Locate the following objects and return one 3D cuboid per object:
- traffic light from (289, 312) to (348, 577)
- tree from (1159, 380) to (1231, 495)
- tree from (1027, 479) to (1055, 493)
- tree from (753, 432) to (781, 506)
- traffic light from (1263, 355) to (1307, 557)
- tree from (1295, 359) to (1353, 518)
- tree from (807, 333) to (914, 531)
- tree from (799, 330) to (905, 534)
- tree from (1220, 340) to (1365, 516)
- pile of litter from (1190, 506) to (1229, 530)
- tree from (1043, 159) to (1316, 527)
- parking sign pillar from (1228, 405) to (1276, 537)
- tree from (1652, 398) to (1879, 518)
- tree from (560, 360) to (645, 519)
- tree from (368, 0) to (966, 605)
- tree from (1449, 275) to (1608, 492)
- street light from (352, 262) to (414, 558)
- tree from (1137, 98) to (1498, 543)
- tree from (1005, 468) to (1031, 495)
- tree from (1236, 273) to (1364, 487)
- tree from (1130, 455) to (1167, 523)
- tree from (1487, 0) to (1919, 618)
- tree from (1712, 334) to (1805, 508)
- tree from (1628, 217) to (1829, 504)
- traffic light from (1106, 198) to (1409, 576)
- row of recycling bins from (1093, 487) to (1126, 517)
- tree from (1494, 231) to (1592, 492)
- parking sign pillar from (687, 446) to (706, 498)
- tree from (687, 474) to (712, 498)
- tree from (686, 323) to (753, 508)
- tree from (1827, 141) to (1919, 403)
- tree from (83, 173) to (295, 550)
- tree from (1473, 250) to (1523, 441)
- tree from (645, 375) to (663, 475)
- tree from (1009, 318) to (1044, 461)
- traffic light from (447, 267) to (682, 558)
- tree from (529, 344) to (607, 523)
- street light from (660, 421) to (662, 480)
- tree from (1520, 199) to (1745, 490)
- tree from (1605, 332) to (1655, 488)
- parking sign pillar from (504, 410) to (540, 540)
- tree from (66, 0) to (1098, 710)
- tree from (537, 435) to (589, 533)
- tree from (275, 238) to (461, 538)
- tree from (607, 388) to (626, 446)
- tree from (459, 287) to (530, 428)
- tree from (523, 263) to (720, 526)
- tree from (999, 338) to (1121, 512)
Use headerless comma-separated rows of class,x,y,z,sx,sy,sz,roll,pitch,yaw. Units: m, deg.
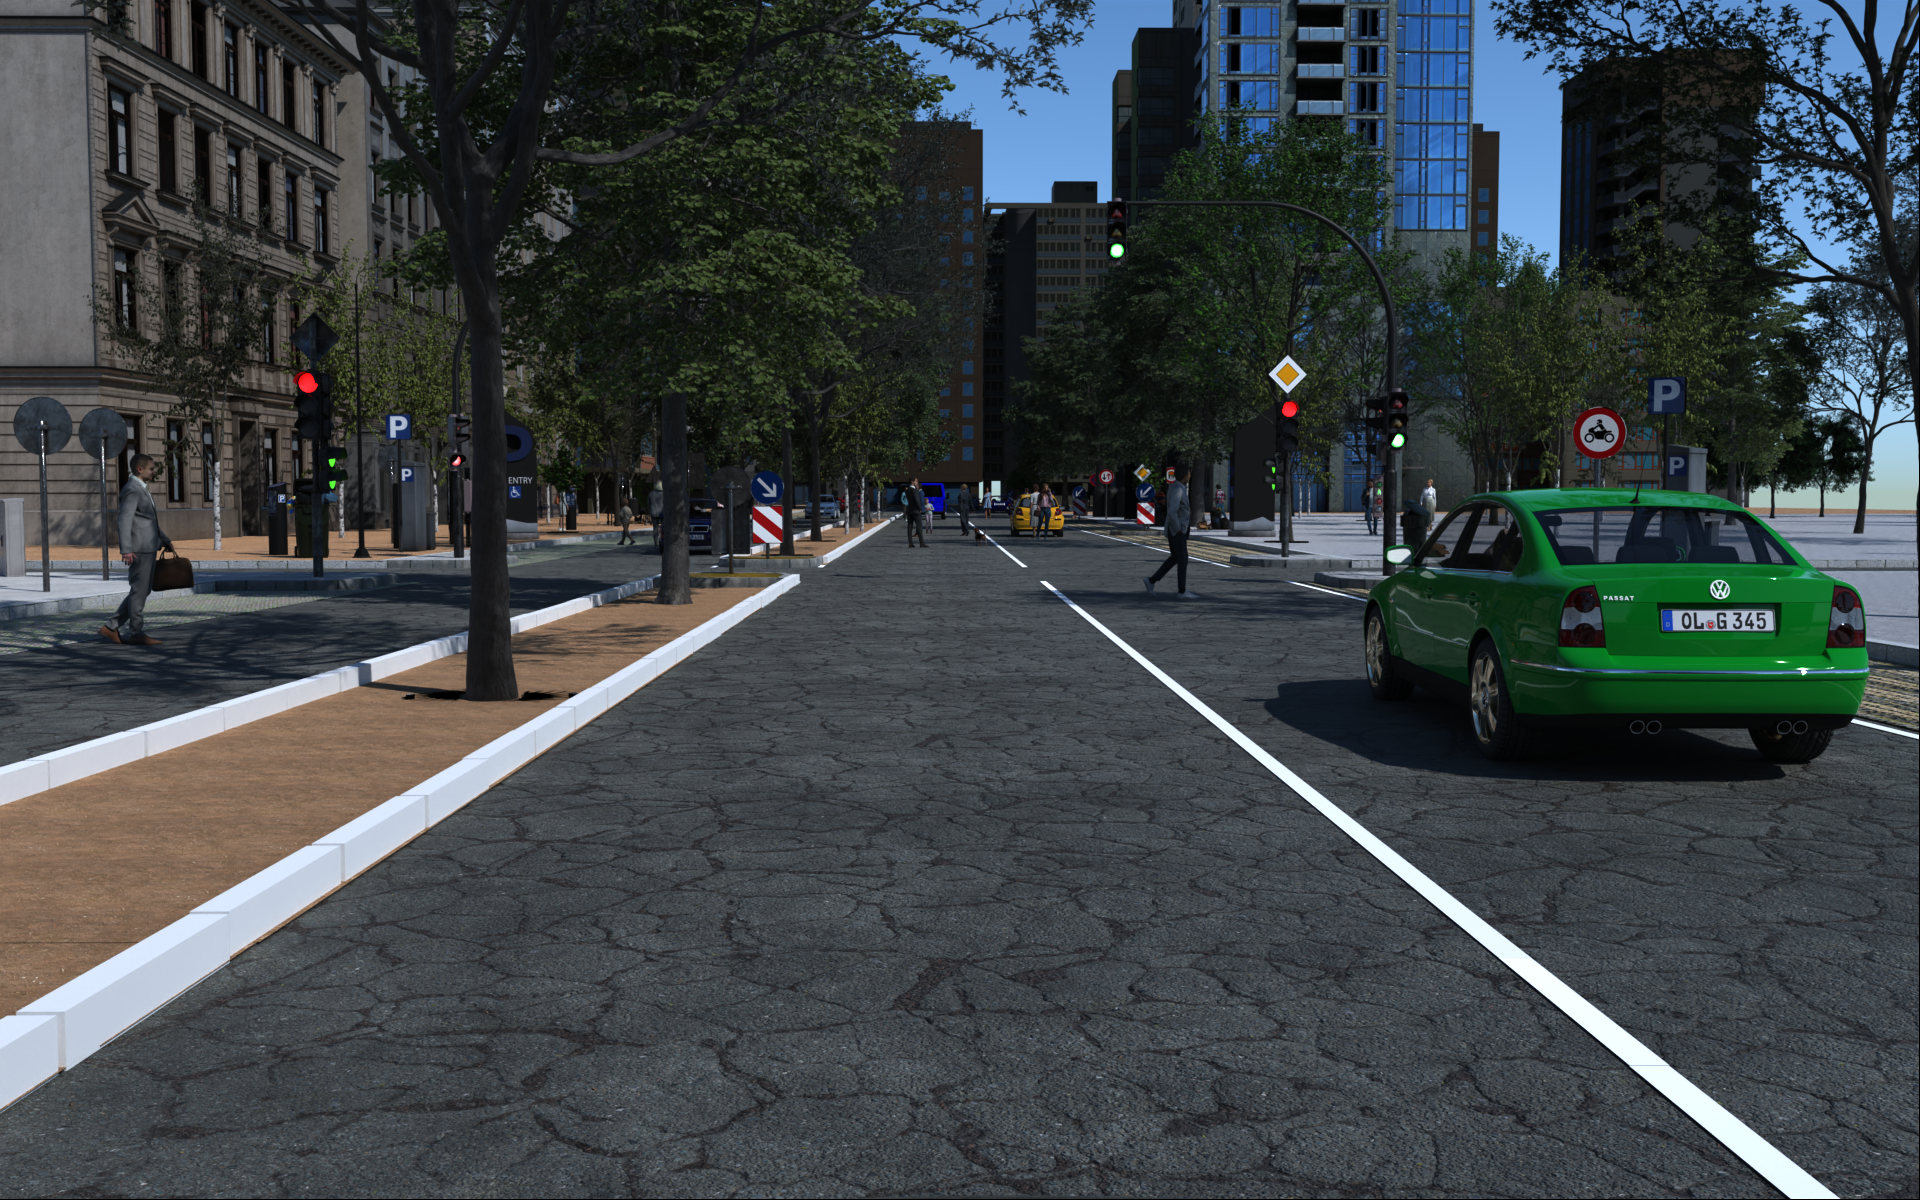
traffic light,-9.955,-2.317,26.800,0.839,4.253,0.868,0,4,-1
tree,12.145,-8.614,91.205,4.360,8.622,3.978,0,3,0
tree,7.348,-9.692,153.060,1.663,3.219,1.824,0,3,0
tree,-13.654,-10.356,119.677,4.360,8.622,3.978,0,3,0
traffic light,6.581,-2.822,35.055,0.839,4.253,0.868,0,4,-1
tree,18.020,-8.592,90.847,4.360,8.622,3.978,0,3,0
tree,-3.758,-6.922,66.001,4.360,8.622,3.978,0,3,0
tree,-3.972,-6.618,61.025,4.737,8.622,4.395,0,3,0
tree,19.163,-10.104,99.614,8.767,10.594,7.601,0,4,7
pile of litter,9.029,-2.960,62.359,1.719,0.858,1.176,-1,4,-14
tree,9.385,-9.834,67.439,9.857,13.997,8.962,0,3,0
parking sign pillar,8.815,-3.897,52.196,1.447,3.967,1.447,-1,4,-11
tree,45.360,-8.292,98.475,11.467,7.101,20.602,0,4,-4
tree,-18.625,-8.459,88.664,4.360,8.622,3.978,0,3,0
tree,-3.806,-6.233,22.501,7.486,12.596,7.792,0,3,0
tree,19.030,-6.658,59.218,4.360,8.622,3.978,0,3,0
street light,-11.507,-3.802,34.710,1.470,5.913,1.316,0,4,-1
tree,8.539,-7.321,45.446,9.928,11.665,9.643,0,3,0
tree,6.527,-12.373,186.015,4.285,4.588,4.351,0,3,0
tree,10.945,-6.553,57.501,4.737,8.622,4.395,0,3,0
tree,8.420,-5.055,77.252,1.663,3.219,1.824,0,3,0
tree,10.125,-5.109,17.952,8.767,10.594,7.601,0,4,4
tree,35.767,-7.845,78.631,4.360,8.622,3.978,0,3,0
tree,31.685,-9.368,71.293,7.486,12.596,7.792,0,3,0
traffic light,4.614,-3.194,26.898,4.771,5.953,1.251,0,4,-1
row of recycling bins,8.873,-5.466,96.480,3.534,1.692,1.069,3,5,40
tree,21.574,-8.829,70.114,9.928,11.665,9.643,0,3,0
parking sign pillar,-14.892,-6.636,96.965,1.447,3.967,1.447,1,4,16
tree,-13.558,-5.729,88.269,1.663,3.219,1.824,0,3,0
tree,-13.687,-11.675,107.893,9.611,12.733,9.660,0,3,0
tree,27.657,-8.168,43.922,12.009,13.543,11.850,0,3,0
tree,-17.196,-5.447,39.420,4.360,8.622,3.978,0,3,0
tree,17.229,-6.127,50.532,4.737,8.622,4.395,0,3,0
tree,-18.883,-9.102,99.184,4.360,8.622,3.978,0,3,0
tree,8.096,-11.933,101.753,9.857,13.997,8.962,0,3,0
traffic light,-7.987,-3.681,34.851,4.771,5.953,1.251,0,4,-1
tree,-18.544,-7.728,76.713,4.737,8.622,4.395,0,3,0
street light,-12.136,-6.178,73.557,1.470,5.913,1.316,0,4,-1
tree,17.261,-5.642,42.609,4.737,8.622,4.395,0,3,0
tree,29.874,-7.913,79.747,4.360,8.622,3.978,0,3,0
parking sign pillar,-12.712,-3.713,49.187,1.447,3.967,1.447,-2,4,-31
tree,-3.226,-6.035,11.495,12.009,13.543,11.850,0,3,0
tree,-12.940,-3.809,56.876,1.663,3.219,1.824,0,3,0
tree,-18.073,-6.139,50.739,4.737,8.622,4.395,0,3,0
tree,-18.231,-8.093,82.691,4.737,8.622,4.395,0,3,0
tree,-17.828,-6.585,58.030,4.737,8.622,4.395,0,3,0
tree,-13.565,-8.224,68.880,8.767,10.594,7.601,0,4,2
tree,7.674,-12.830,126.772,9.611,12.733,9.660,0,3,0
